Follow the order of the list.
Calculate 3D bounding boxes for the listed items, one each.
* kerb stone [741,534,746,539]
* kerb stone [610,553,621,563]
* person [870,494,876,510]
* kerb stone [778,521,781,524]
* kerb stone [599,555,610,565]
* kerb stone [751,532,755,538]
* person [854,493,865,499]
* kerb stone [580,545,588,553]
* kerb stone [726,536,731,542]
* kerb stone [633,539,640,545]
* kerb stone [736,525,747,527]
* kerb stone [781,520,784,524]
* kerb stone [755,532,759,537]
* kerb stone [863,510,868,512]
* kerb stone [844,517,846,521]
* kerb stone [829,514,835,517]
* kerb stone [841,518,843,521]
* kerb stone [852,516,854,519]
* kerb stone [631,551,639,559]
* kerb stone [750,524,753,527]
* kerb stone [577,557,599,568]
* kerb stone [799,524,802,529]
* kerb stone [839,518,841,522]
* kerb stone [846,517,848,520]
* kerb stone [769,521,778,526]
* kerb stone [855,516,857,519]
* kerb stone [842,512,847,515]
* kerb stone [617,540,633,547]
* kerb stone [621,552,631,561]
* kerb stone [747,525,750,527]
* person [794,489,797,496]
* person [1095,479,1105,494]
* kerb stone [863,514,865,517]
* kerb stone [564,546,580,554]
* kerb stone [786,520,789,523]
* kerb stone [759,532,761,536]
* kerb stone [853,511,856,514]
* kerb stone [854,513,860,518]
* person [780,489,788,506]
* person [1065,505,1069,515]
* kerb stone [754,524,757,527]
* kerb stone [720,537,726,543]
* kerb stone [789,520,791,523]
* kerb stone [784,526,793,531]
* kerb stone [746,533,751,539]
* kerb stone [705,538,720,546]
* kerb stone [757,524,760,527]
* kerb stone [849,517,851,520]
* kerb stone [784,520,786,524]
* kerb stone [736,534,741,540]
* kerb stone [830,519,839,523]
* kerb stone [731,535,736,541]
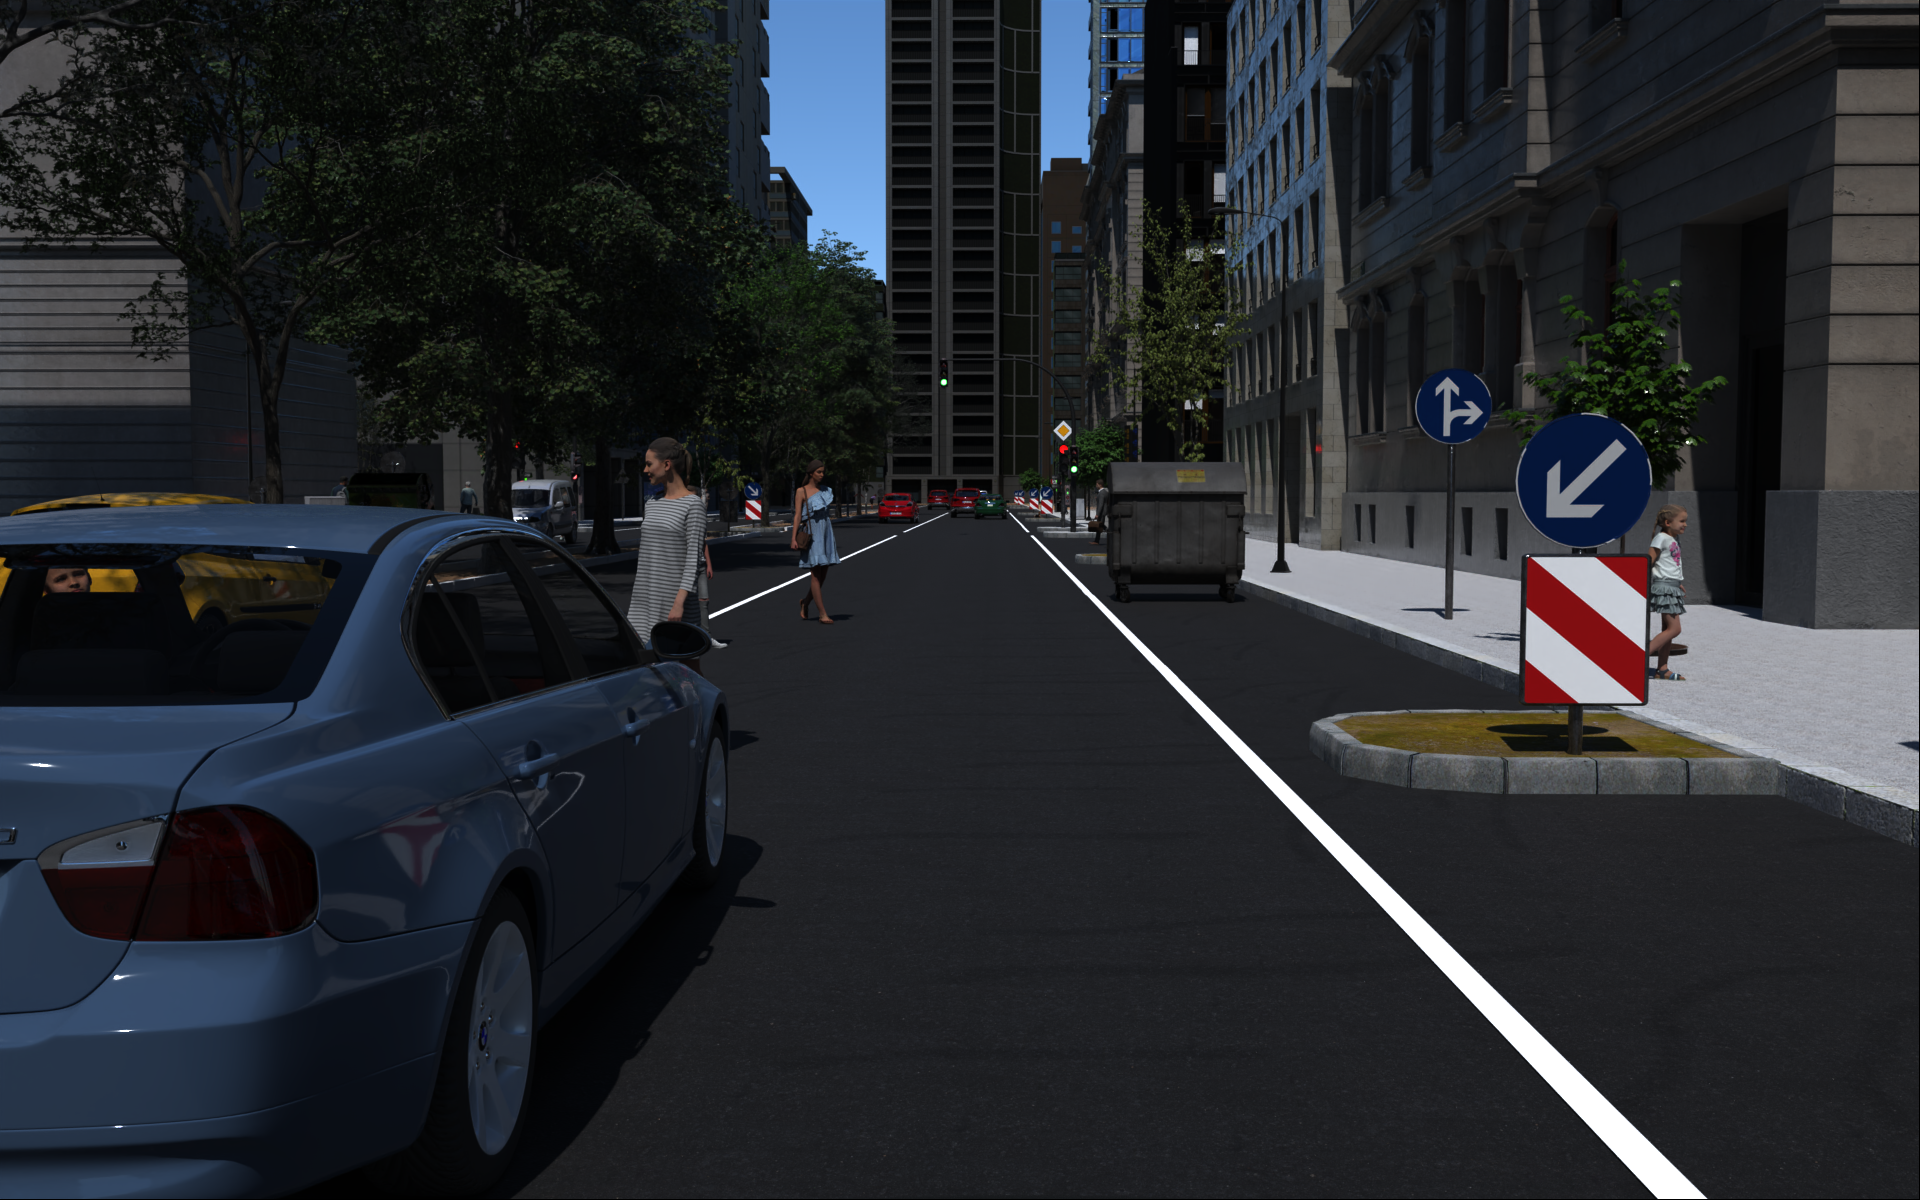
[{"bbox_3d":[-6.969,-1.981,54.592,0.120,0.150,1.000,0,4,1],"label":"kerb stone"},{"bbox_3d":[-7.292,-0.850,36.175,0.120,0.150,1.000,0,4,1],"label":"kerb stone"},{"bbox_3d":[-7.647,-8.609,152.485,0.697,1.427,0.421,-3,5,-41],"label":"person"},{"bbox_3d":[-8.588,-3.583,80.777,0.120,0.150,1.000,0,4,1],"label":"kerb stone"},{"bbox_3d":[-7.320,-0.793,35.153,0.120,0.150,1.000,0,4,1],"label":"kerb stone"},{"bbox_3d":[-6.929,-2.099,56.640,0.120,0.150,1.000,0,4,1],"label":"kerb stone"},{"bbox_3d":[-11.865,-11.905,203.114,1.348,1.831,0.705,0,4,-4],"label":"person"},{"bbox_3d":[-9.280,-1.230,42.312,0.120,0.150,1.000,0,4,1],"label":"kerb stone"},{"bbox_3d":[-7.024,-1.794,51.523,0.120,0.150,1.000,0,4,1],"label":"kerb stone"},{"bbox_3d":[-9.178,-1.606,48.452,0.120,0.150,1.000,0,4,1],"label":"kerb stone"},{"bbox_3d":[-8.798,-2.893,69.515,0.120,0.150,1.000,0,4,1],"label":"kerb stone"},{"bbox_3d":[-8.569,-3.643,81.804,0.120,0.150,1.000,0,4,1],"label":"kerb stone"},{"bbox_3d":[-6.908,-2.169,57.666,0.120,0.150,1.000,0,4,1],"label":"kerb stone"},{"bbox_3d":[-7.571,-7.032,137.162,0.120,0.150,1.000,0,4,1],"label":"kerb stone"},{"bbox_3d":[-6.285,-4.271,92.062,0.120,0.150,1.000,0,4,1],"label":"kerb stone"},{"bbox_3d":[-8.095,-5.273,108.439,0.120,0.150,1.000,0,4,1],"label":"kerb stone"},{"bbox_3d":[-6.324,-4.145,90.008,0.120,0.150,1.000,0,4,1],"label":"kerb stone"},{"bbox_3d":[-6.191,-4.580,97.183,0.120,0.150,1.000,0,4,1],"label":"kerb stone"},{"bbox_3d":[-7.254,-0.980,38.222,0.120,0.150,1.000,0,4,1],"label":"kerb stone"},{"bbox_3d":[-8.766,-3.013,71.562,0.120,0.150,1.000,0,4,1],"label":"kerb stone"},{"bbox_3d":[-7.337,-0.729,34.121,0.120,0.150,1.000,0,4,1],"label":"kerb stone"},{"bbox_3d":[-6.670,-2.955,70.516,0.120,0.150,1.000,0,4,1],"label":"kerb stone"},{"bbox_3d":[-6.352,-4.082,88.979,0.120,0.150,1.000,0,4,1],"label":"kerb stone"},{"bbox_3d":[-6.266,-4.336,93.084,0.120,0.150,1.000,0,4,1],"label":"kerb stone"},{"bbox_3d":[-8.617,-3.520,79.752,0.120,0.150,1.000,0,4,1],"label":"kerb stone"},{"bbox_3d":[-6.161,-4.712,99.240,0.120,0.150,1.000,0,4,1],"label":"kerb stone"},{"bbox_3d":[-7.906,-5.895,118.705,0.120,0.150,1.000,0,4,1],"label":"kerb stone"},{"bbox_3d":[-9.198,-1.543,47.426,0.120,0.150,1.000,0,4,1],"label":"kerb stone"},{"bbox_3d":[-7.280,-0.916,37.201,0.120,0.150,1.000,0,4,1],"label":"kerb stone"},{"bbox_3d":[-8.769,-2.957,70.539,0.120,0.150,1.000,0,4,1],"label":"kerb stone"},{"bbox_3d":[-15.692,-9.847,167.122,1.350,1.814,0.705,3,5,40],"label":"person"},{"bbox_3d":[5.673,-3.974,70.373,0.474,1.900,0.648,0,4,-4],"label":"person"},{"bbox_3d":[-6.041,-5.088,105.387,0.120,0.150,1.000,0,4,1],"label":"kerb stone"},{"bbox_3d":[-9.304,-1.168,41.287,0.120,0.150,1.000,0,4,1],"label":"kerb stone"},{"bbox_3d":[-8.539,-3.771,83.850,0.120,0.150,1.000,0,4,1],"label":"kerb stone"},{"bbox_3d":[-6.883,-2.228,58.688,0.120,0.150,1.000,0,4,1],"label":"kerb stone"},{"bbox_3d":[-7.797,-6.279,124.862,0.120,0.150,1.000,0,4,1],"label":"kerb stone"},{"bbox_3d":[-6.119,-4.838,101.289,0.120,0.150,1.000,0,4,1],"label":"kerb stone"},{"bbox_3d":[-18.179,-10.572,178.913,0.705,1.821,1.348,2,4,32],"label":"person"},{"bbox_3d":[6.658,-6.255,108.730,0.534,1.772,0.576,2,4,27],"label":"person"},{"bbox_3d":[-8.738,-3.082,72.583,0.120,0.150,1.000,0,4,1],"label":"kerb stone"},{"bbox_3d":[-7.035,-1.729,50.498,0.120,0.150,1.000,0,4,1],"label":"kerb stone"},{"bbox_3d":[-8.518,-3.830,84.872,0.120,0.150,1.000,0,4,1],"label":"kerb stone"},{"bbox_3d":[-6.732,-2.767,67.439,0.120,0.150,1.000,0,4,1],"label":"kerb stone"},{"bbox_3d":[-6.937,-2.043,55.618,0.120,0.150,1.000,0,4,1],"label":"kerb stone"},{"bbox_3d":[-7.059,-1.669,49.476,0.120,0.150,1.000,0,4,1],"label":"kerb stone"},{"bbox_3d":[-8.715,-3.140,73.612,0.120,0.150,1.000,0,4,1],"label":"kerb stone"},{"bbox_3d":[-6.229,-4.461,95.135,0.120,0.150,1.000,0,4,1],"label":"kerb stone"},{"bbox_3d":[-8.554,-3.708,82.826,0.120,0.150,1.000,0,4,1],"label":"kerb stone"},{"bbox_3d":[-6.981,-1.915,53.571,0.120,0.150,1.000,0,4,1],"label":"kerb stone"},{"bbox_3d":[-6.363,-4.022,87.957,0.120,0.150,1.000,0,4,1],"label":"kerb stone"},{"bbox_3d":[-6.992,-1.856,52.545,0.120,0.150,1.000,0,4,1],"label":"kerb stone"}]
